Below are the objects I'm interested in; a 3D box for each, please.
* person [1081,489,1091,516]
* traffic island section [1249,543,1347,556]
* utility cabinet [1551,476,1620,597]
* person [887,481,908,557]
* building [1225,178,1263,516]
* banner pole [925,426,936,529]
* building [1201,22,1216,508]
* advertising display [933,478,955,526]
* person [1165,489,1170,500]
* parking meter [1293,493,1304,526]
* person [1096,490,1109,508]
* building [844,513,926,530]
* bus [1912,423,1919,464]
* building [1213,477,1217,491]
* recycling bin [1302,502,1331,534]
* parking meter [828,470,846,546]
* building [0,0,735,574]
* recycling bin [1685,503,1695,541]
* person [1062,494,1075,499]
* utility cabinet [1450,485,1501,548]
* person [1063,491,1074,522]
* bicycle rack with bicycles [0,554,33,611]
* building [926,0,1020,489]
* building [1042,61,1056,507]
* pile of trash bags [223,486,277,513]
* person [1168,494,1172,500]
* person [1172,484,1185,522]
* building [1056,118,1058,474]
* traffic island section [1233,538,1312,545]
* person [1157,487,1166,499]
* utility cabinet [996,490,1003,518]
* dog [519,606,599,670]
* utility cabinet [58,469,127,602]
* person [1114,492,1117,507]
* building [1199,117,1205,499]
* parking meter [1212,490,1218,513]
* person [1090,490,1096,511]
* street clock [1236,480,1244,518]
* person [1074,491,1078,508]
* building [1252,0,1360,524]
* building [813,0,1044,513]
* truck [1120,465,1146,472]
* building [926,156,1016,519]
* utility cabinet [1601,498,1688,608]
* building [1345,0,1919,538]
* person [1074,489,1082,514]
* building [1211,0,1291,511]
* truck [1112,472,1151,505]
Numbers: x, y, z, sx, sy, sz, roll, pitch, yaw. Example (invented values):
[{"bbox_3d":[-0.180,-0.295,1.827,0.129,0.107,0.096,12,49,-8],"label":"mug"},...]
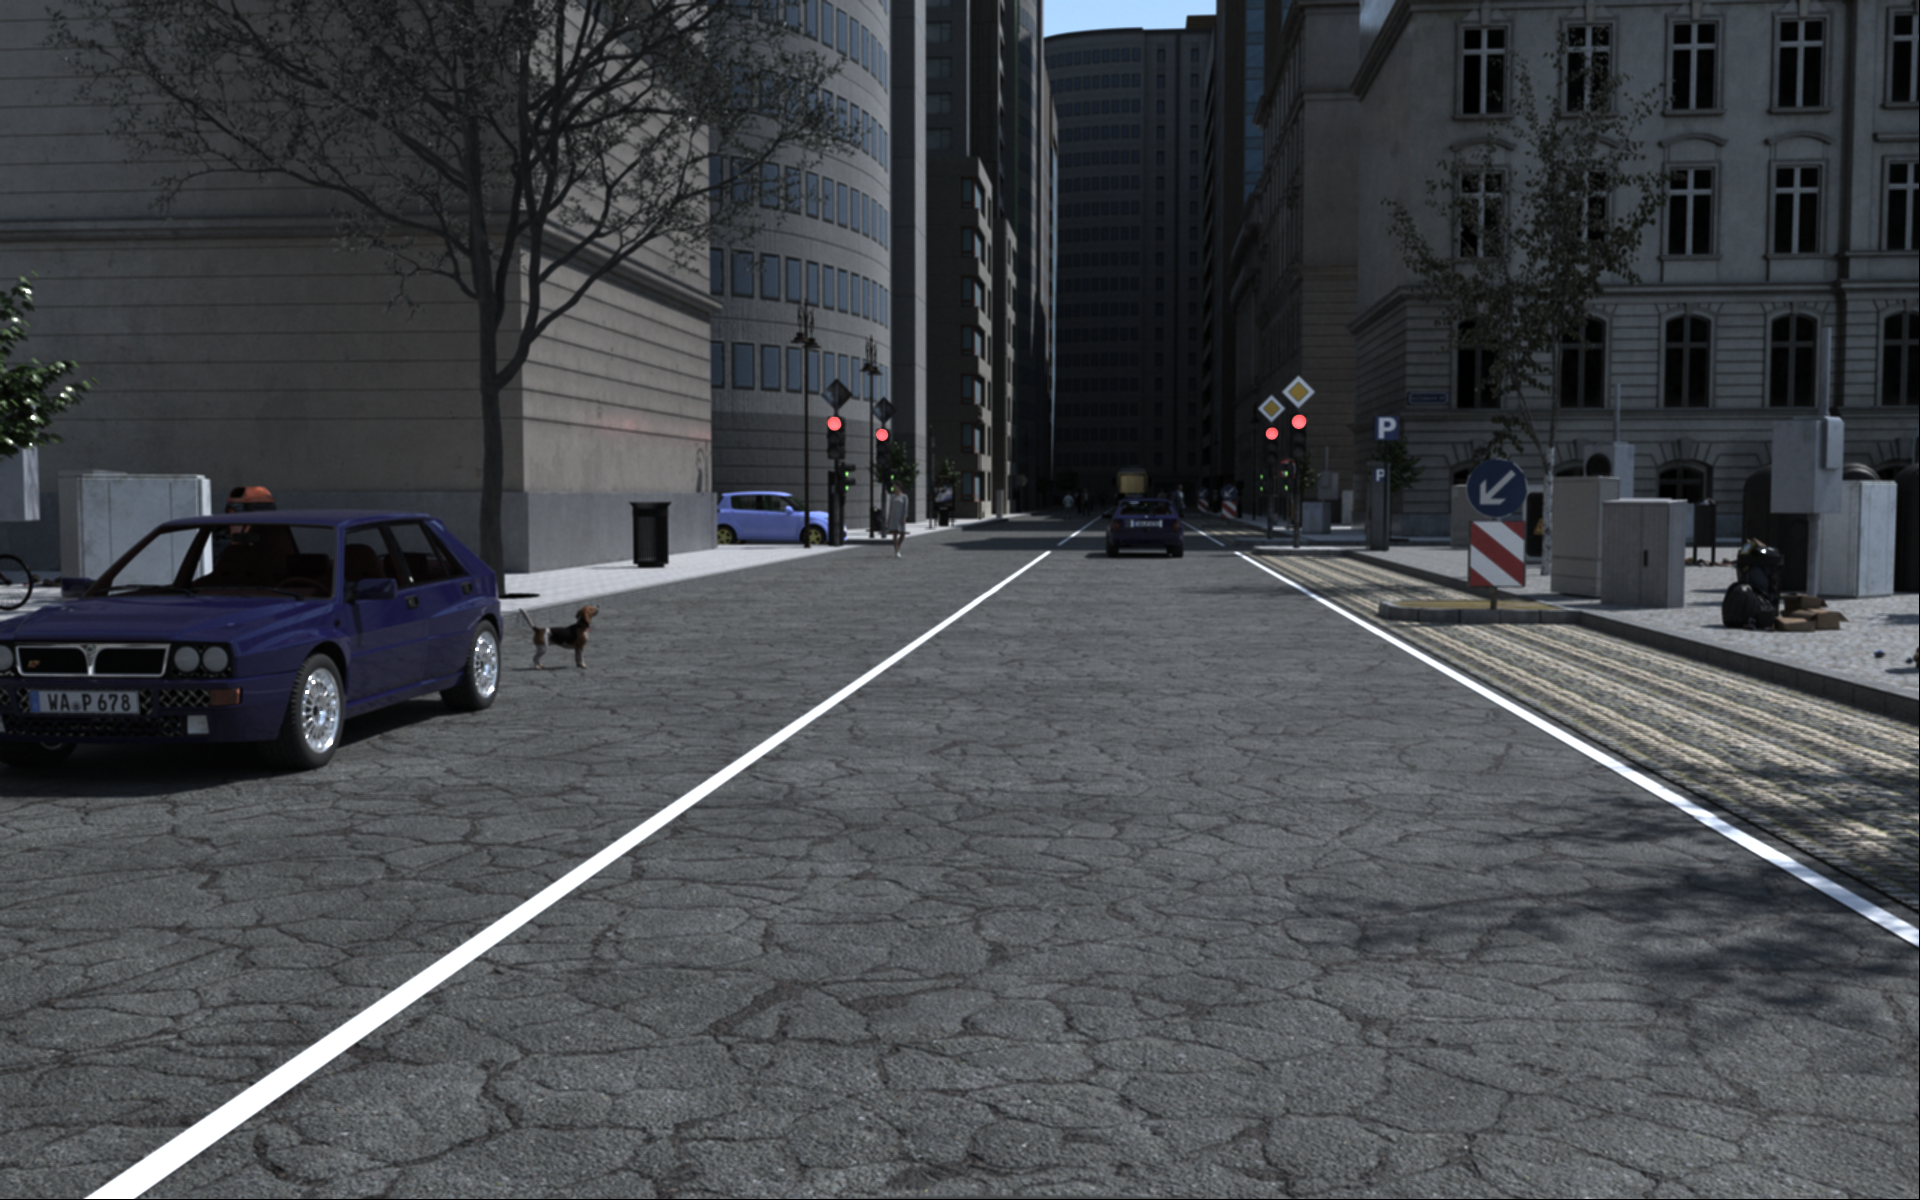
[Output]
[{"bbox_3d":[8.170,-6.305,111.978,0.661,1.777,0.834,-1,4,-21],"label":"person"},{"bbox_3d":[8.015,-1.154,41.144,2.009,0.180,2.903,0,4,6],"label":"traffic island section"},{"bbox_3d":[7.843,-0.798,21.722,0.318,1.500,1.173,0,4,-7],"label":"utility cabinet"},{"bbox_3d":[-1.437,-1.849,39.484,0.466,1.731,0.760,-1,4,-14],"label":"person"},{"bbox_3d":[24.259,-16.454,110.824,13.314,21.916,24.055,0,4,6],"label":"building"},{"bbox_3d":[-1.018,-4.491,63.440,0.401,3.779,0.863,-1,4,-17],"label":"banner pole"},{"bbox_3d":[35.232,-33.494,171.323,21.300,48.544,21.600,0,4,6],"label":"building"},{"bbox_3d":[-0.633,-3.899,68.956,0.974,1.923,0.123,2,4,35],"label":"advertising display"},{"bbox_3d":[17.622,-8.523,147.849,0.705,1.824,1.348,-1,4,-13],"label":"person"},{"bbox_3d":[13.393,-3.848,68.618,0.399,1.863,0.255,2,4,23],"label":"parking meter"},{"bbox_3d":[14.926,-10.552,181.116,1.348,1.812,0.705,1,4,18],"label":"person"},{"bbox_3d":[-13.397,-32.045,65.927,21.231,58.520,28.212,0,4,6],"label":"building"},{"bbox_3d":[31.018,-2.928,42.733,13.247,3.499,2.948,0,4,7],"label":"bus"},{"bbox_3d":[32.916,-43.492,149.344,20.563,71.187,20.611,0,4,6],"label":"building"},{"bbox_3d":[11.465,-2.640,55.714,0.722,1.027,0.722,3,4,36],"label":"recycling bin"},{"bbox_3d":[-3.052,-2.275,42.911,0.399,1.863,0.255,1,4,9],"label":"parking meter"},{"bbox_3d":[-17.367,-15.124,34.672,23.554,28.519,14.401,0,4,6],"label":"building"},{"bbox_3d":[20.020,-2.179,48.176,0.722,1.027,0.722,1,4,17],"label":"recycling bin"},{"bbox_3d":[9.423,-8.621,149.978,1.217,1.766,0.721,0,4,8],"label":"person"},{"bbox_3d":[12.048,-1.946,40.501,0.318,1.500,1.173,-3,4,-37],"label":"utility cabinet"},{"bbox_3d":[5.561,-4.792,88.661,0.589,1.601,0.330,1,4,21],"label":"person"},{"bbox_3d":[-11.842,-0.298,18.261,2.925,0.926,2.852,1,4,13],"label":"bicycle rack with bicycles"},{"bbox_3d":[-2.946,-27.444,132.299,14.154,41.232,14.086,0,4,6],"label":"building"},{"bbox_3d":[1.737,-32.057,174.250,14.600,45.320,14.200,0,4,6],"label":"building"},{"bbox_3d":[-9.096,-0.667,20.657,3.447,1.369,1.912,3,5,41],"label":"pile of trash bags"},{"bbox_3d":[20.026,-9.228,162.574,0.799,1.438,0.628,-3,5,-41],"label":"person"},{"bbox_3d":[8.295,-3.496,65.840,0.419,1.800,0.721,3,5,45],"label":"person"},{"bbox_3d":[3.354,-33.141,191.969,14.200,45.320,14.600,0,4,6],"label":"building"},{"bbox_3d":[8.809,-1.640,49.090,2.009,0.180,2.903,0,4,6],"label":"traffic island section"},{"bbox_3d":[11.238,-5.371,96.501,0.511,1.800,0.466,1,4,12],"label":"person"},{"bbox_3d":[2.125,-5.153,92.925,0.318,1.500,1.173,0,4,5],"label":"utility cabinet"},{"bbox_3d":[-3.291,0.307,14.265,0.406,0.507,0.540,2,4,27],"label":"dog"},{"bbox_3d":[-8.049,-0.455,16.125,0.318,1.500,1.173,-3,5,-41],"label":"utility cabinet"},{"bbox_3d":[17.503,-11.210,192.728,0.436,1.711,0.756,-1,4,-21],"label":"person"},{"bbox_3d":[33.438,-30.978,190.081,14.154,41.232,14.086,0,4,6],"label":"building"},{"bbox_3d":[17.123,-6.591,116.169,0.372,1.533,0.369,0,3,0],"label":"parking meter"},{"bbox_3d":[11.503,-8.538,148.625,0.750,1.759,0.617,2,4,29],"label":"person"},{"bbox_3d":[14.880,-5.353,92.094,0.471,2.002,0.358,-3,5,-41],"label":"street clock"},{"bbox_3d":[12.055,-10.346,178.595,0.756,1.711,0.436,-1,4,-17],"label":"person"},{"bbox_3d":[21.605,-17.676,86.267,12.463,27.353,25.104,0,4,6],"label":"building"},{"bbox_3d":[-3.856,-37.375,153.076,21.231,58.520,28.212,0,4,6],"label":"building"},{"bbox_3d":[17.398,-11.326,174.098,2.839,4.237,11.283,0,4,6],"label":"truck"},{"bbox_3d":[-11.371,-15.881,104.691,27.650,21.520,28.899,0,4,6],"label":"building"},{"bbox_3d":[7.837,-0.534,19.899,0.306,1.237,1.020,-1,4,-23],"label":"utility cabinet"},{"bbox_3d":[30.547,-14.395,54.441,34.723,24.649,14.460,0,4,6],"label":"building"},{"bbox_3d":[8.758,-7.288,127.619,0.705,1.831,1.348,2,4,25],"label":"person"},{"bbox_3d":[26.854,-29.546,133.184,14.600,45.320,14.200,0,4,6],"label":"building"},{"bbox_3d":[14.885,-9.420,149.938,3.469,3.379,9.791,0,4,5],"label":"truck"}]
